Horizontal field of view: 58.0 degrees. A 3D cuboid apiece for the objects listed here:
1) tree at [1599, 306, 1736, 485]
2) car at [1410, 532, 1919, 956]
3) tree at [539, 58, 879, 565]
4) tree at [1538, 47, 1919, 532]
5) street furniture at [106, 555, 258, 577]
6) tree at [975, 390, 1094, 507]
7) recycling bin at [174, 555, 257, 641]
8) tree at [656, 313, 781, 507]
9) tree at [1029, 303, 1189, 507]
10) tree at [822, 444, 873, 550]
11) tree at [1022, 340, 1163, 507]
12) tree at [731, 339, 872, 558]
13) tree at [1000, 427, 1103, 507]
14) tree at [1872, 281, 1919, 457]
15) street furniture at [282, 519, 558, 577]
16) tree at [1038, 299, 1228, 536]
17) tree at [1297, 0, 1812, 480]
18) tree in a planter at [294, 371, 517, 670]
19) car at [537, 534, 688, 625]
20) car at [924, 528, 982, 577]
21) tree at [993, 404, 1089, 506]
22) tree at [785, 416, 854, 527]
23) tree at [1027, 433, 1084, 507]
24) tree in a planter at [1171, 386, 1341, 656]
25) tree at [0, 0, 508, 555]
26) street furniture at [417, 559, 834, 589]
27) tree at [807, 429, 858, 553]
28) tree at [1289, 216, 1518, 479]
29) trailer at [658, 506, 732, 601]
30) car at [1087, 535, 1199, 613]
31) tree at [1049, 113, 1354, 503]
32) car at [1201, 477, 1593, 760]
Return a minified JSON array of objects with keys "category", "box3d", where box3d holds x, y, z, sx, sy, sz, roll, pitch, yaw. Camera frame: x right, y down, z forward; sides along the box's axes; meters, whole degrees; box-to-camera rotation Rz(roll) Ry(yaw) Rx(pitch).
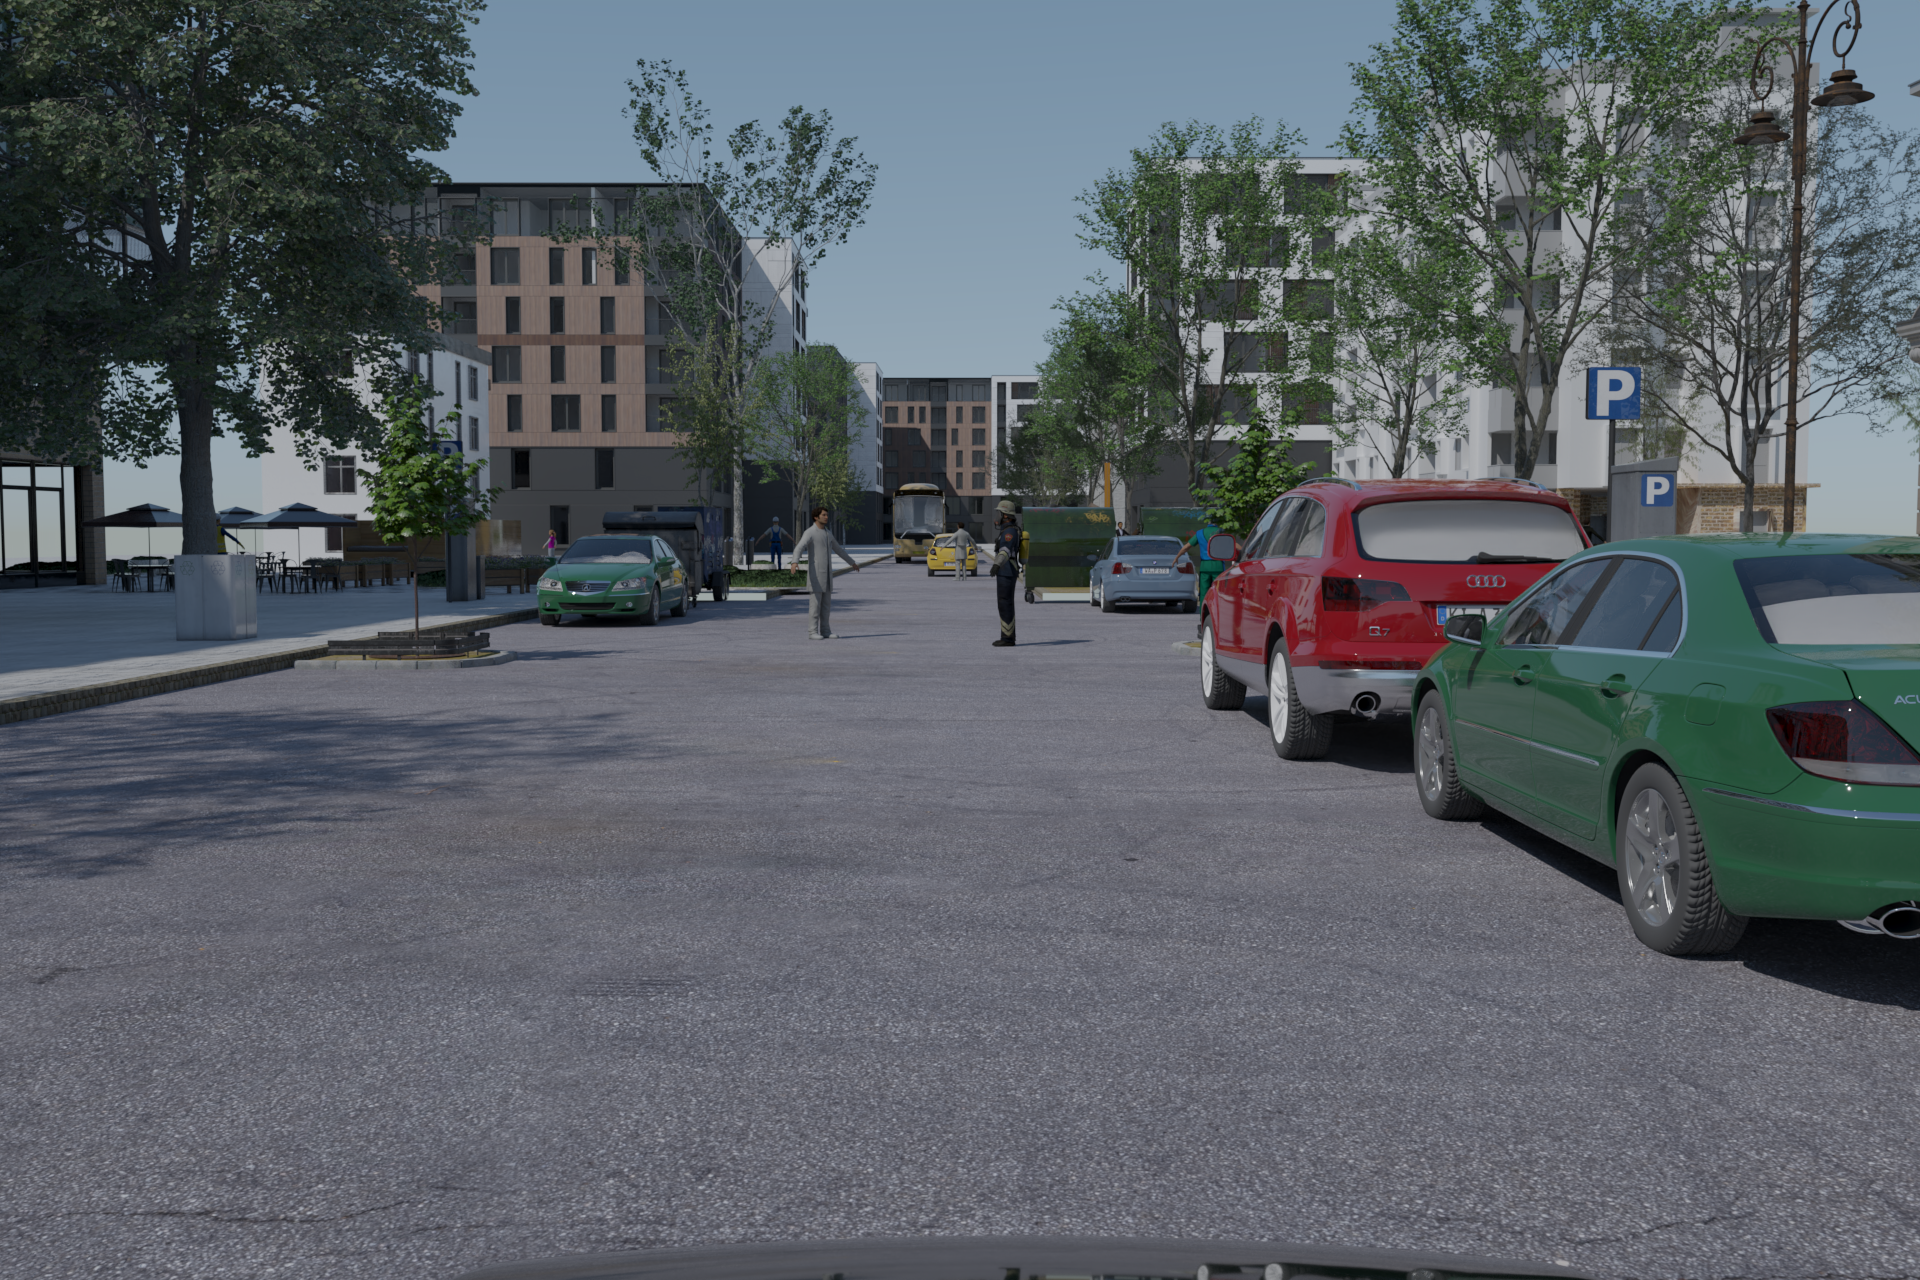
[{"category":"tree","box3d":[21.685,-6.408,55.126,4.360,8.622,3.978,0,3,0]},{"category":"car","box3d":[3.275,0.274,7.317,2.131,1.459,4.920,0,3,0]},{"category":"tree","box3d":[-10.587,-13.165,71.144,12.611,20.169,13.585,0,3,0]},{"category":"tree","box3d":[20.047,-8.168,43.918,12.009,13.543,11.850,0,3,0]},{"category":"street furniture","box3d":[-26.440,-2.459,55.831,5.734,0.657,10.072,0,4,2]},{"category":"tree","box3d":[6.547,-14.299,144.156,12.009,13.543,11.850,0,3,0]},{"category":"recycling bin","box3d":[-9.080,-0.526,21.146,0.722,1.027,0.722,0,4,0]},{"category":"tree","box3d":[-8.459,-6.635,58.847,4.737,8.622,4.395,0,3,0]},{"category":"tree","box3d":[6.704,-9.317,78.087,9.928,11.665,9.643,0,3,0]},{"category":"tree","box3d":[-9.262,-11.558,139.343,4.737,8.622,4.395,0,3,0]},{"category":"tree","box3d":[6.649,-9.896,87.550,9.928,11.665,9.643,0,3,0]},{"category":"tree","box3d":[-8.394,-10.140,91.545,9.928,11.665,9.643,0,3,0]},{"category":"tree","box3d":[6.909,-12.127,132.681,8.767,10.594,7.601,1,4,13]},{"category":"tree","box3d":[28.417,-6.155,51.004,4.360,8.622,3.978,0,3,0]},{"category":"street furniture","box3d":[-15.178,-2.897,54.225,9.812,1.723,11.010,0,4,4]},{"category":"tree","box3d":[6.735,-8.081,66.540,8.767,10.594,7.601,3,5,44]},{"category":"tree","box3d":[9.904,-6.364,29.807,9.928,11.665,9.643,0,3,0]},{"category":"tree in a planter","box3d":[-6.056,-1.345,19.216,1.991,3.239,1.994,0,4,1]},{"category":"car","box3d":[-5.665,-1.032,28.665,2.131,1.459,4.920,0,4,0]},{"category":"car","box3d":[-0.254,-3.011,59.455,2.015,1.641,3.980,0,3,0]},{"category":"tree","box3d":[5.920,-11.590,123.910,7.601,10.594,8.767,1,4,15]},{"category":"tree","box3d":[-8.792,-9.656,108.235,4.737,8.622,4.395,0,3,0]},{"category":"tree","box3d":[6.050,-9.964,113.268,4.360,8.622,3.978,0,3,0]},{"category":"tree in a planter","box3d":[3.613,-1.452,20.965,1.991,3.239,1.994,0,4,-1]},{"category":"tree","box3d":[-11.999,-7.339,26.645,9.857,13.997,8.962,0,3,0]},{"category":"street furniture","box3d":[-7.998,-1.672,42.966,10.072,0.657,5.734,0,4,6]},{"category":"tree","box3d":[-8.910,-10.343,119.478,4.737,8.622,4.395,0,3,0]},{"category":"tree","box3d":[14.217,-7.968,56.036,9.928,11.665,9.643,0,3,0]},{"category":"trailer","box3d":[-5.740,-1.796,36.411,1.471,1.999,3.904,0,4,0]},{"category":"car","box3d":[3.448,-1.273,32.817,2.014,1.417,4.499,0,3,0]},{"category":"tree","box3d":[6.026,-7.214,43.696,9.928,11.665,9.643,0,3,0]},{"category":"car","box3d":[3.026,-0.237,12.541,2.281,1.827,5.304,0,4,0]}]
